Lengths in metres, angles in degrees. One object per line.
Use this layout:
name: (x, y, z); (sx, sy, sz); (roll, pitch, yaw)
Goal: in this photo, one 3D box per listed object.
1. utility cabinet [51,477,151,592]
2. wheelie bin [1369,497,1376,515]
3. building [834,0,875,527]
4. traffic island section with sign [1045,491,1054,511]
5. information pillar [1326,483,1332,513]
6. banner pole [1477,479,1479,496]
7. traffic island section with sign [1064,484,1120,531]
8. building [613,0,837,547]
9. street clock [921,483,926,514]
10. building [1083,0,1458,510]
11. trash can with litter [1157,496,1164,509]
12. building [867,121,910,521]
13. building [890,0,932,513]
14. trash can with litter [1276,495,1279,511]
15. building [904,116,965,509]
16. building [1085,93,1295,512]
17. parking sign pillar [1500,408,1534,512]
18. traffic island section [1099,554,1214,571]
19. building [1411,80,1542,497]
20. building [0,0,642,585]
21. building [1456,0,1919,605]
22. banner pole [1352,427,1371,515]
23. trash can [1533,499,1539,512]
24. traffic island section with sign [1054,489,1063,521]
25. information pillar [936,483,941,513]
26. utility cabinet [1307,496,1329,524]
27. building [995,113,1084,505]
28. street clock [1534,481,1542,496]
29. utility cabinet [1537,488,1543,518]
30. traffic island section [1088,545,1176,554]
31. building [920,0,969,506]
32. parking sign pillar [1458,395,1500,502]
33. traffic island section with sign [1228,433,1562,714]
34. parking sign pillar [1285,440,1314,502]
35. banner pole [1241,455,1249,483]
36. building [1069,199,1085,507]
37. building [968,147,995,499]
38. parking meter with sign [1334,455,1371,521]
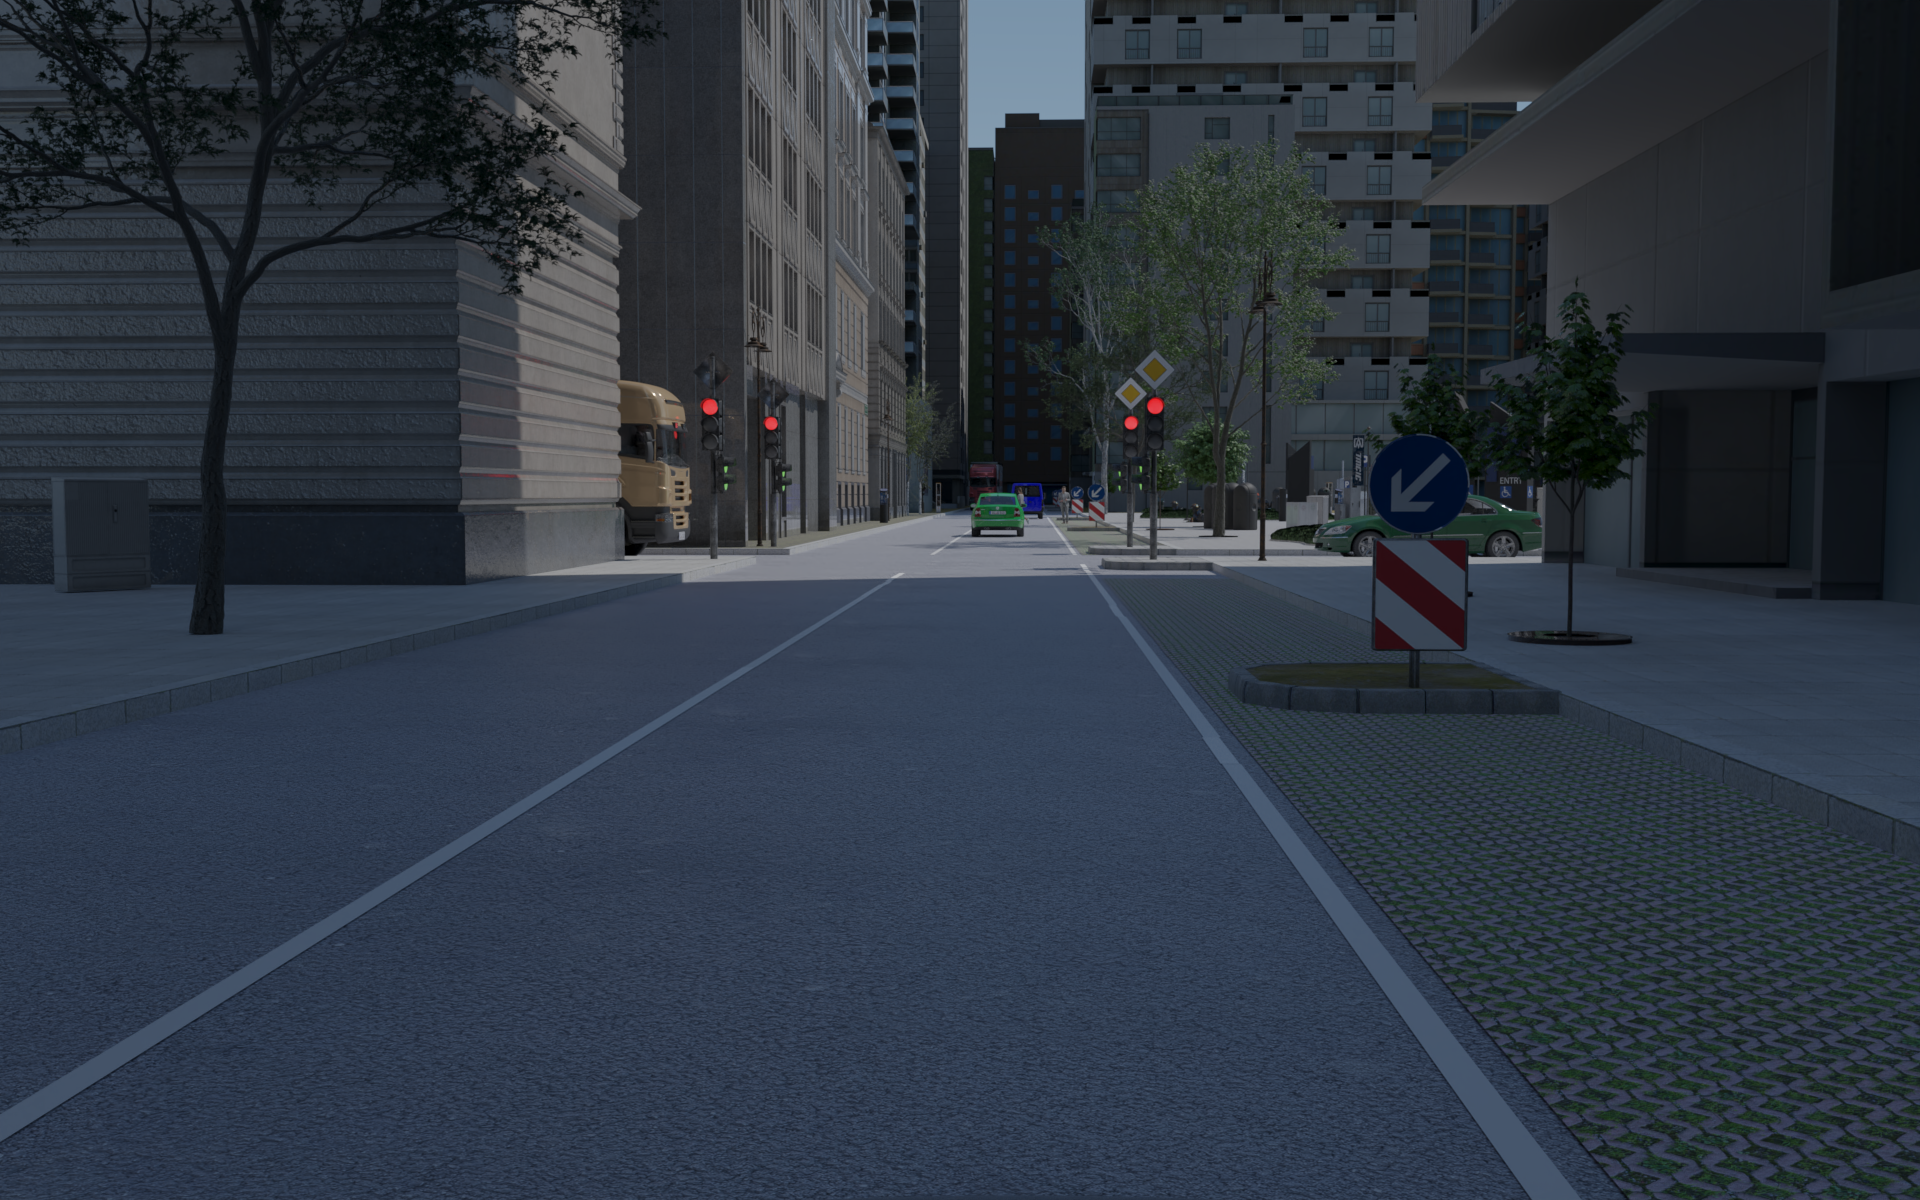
utility cabinet: (-11.339, -0.870, 22.906); (0.318, 1.500, 1.173); (2, 4, 31)
wheelie bin: (19.775, -4.549, 82.280); (0.980, 1.594, 0.693); (2, 4, 25)
building: (-10.840, -17.451, 71.234); (13.634, 28.700, 20.117); (0, 4, 2)
traffic island section with sign: (8.232, -8.250, 143.522); (1.989, 1.847, 2.006); (0, 4, 2)
information pillar: (23.743, -6.542, 111.460); (0.304, 2.012, 0.304); (-1, 4, -19)
banner pole: (30.502, -6.845, 101.940); (0.401, 3.779, 0.863); (1, 4, 17)
traffic island section with sign: (5.144, -3.567, 66.942); (1.989, 1.847, 2.006); (0, 4, 2)
building: (-10.795, -14.271, 51.348); (12.078, 24.808, 19.932); (0, 4, 2)
street clock: (-2.476, -6.702, 114.145); (0.471, 2.002, 0.358); (-3, 5, -45)
building: (24.469, -34.219, 148.712); (28.713, 52.752, 27.495); (0, 4, 2)
trash can with litter: (11.630, -5.422, 100.033); (0.624, 1.170, 1.055); (-1, 4, -14)
building: (-8.105, -14.788, 90.930); (9.793, 20.994, 18.267); (0, 4, 2)
building: (-13.010, -50.069, 131.301); (22.319, 86.520, 31.000); (0, 4, 2)
trash can with litter: (18.004, -5.294, 97.620); (1.678, 1.210, 2.233); (0, 4, 6)
building: (-15.881, -28.649, 160.298); (32.217, 40.220, 23.993); (0, 4, 2)
building: (16.879, -21.848, 128.919); (14.160, 30.474, 14.107); (0, 4, 2)
parking sign pillar: (15.889, -3.770, 50.116); (1.447, 3.967, 1.447); (3, 5, 42)
traffic island section: (3.802, -0.709, 33.872); (2.009, 0.180, 2.903); (0, 4, 2)
building: (43.555, -32.112, 179.662); (28.867, 44.769, 22.147); (0, 4, 2)
building: (-15.980, -12.225, 28.750); (19.941, 23.489, 11.050); (0, 4, 2)
building: (21.442, -26.231, 18.118); (28.713, 52.752, 27.495); (0, 4, 2)
banner pole: (14.959, -4.550, 64.413); (0.863, 3.779, 0.401); (-1, 4, -11)
trash can: (18.015, -2.651, 55.001); (0.748, 1.137, 0.748); (0, 3, 0)
traffic island section with sign: (6.230, -5.214, 93.875); (1.989, 1.847, 2.006); (0, 4, 2)
information pillar: (-1.446, -6.805, 115.758); (0.304, 2.012, 0.304); (0, 4, -4)
utility cabinet: (13.982, -3.463, 67.782); (0.306, 1.237, 1.020); (-2, 4, -26)
building: (11.406, -34.048, 206.796); (14.200, 45.320, 14.600); (0, 4, 2)
street clock: (23.469, -4.017, 70.251); (0.358, 2.002, 0.471); (2, 4, 34)
utility cabinet: (20.831, -3.225, 61.404); (0.318, 1.500, 1.173); (3, 5, 40)
traffic island section: (4.125, -1.197, 41.851); (2.009, 0.180, 2.903); (0, 4, 2)
building: (-9.722, -45.484, 181.918); (20.611, 71.187, 20.563); (0, 4, 2)
parking sign pillar: (12.932, -3.451, 44.898); (1.447, 3.967, 1.447); (0, 4, -2)
traffic island section with sign: (2.939, -0.216, 12.160); (1.989, 1.847, 2.006); (0, 4, 2)
parking sign pillar: (17.760, -6.283, 91.203); (1.447, 3.967, 1.447); (-2, 4, -33)
banner pole: (17.763, -7.207, 107.853); (0.863, 3.779, 0.401); (-3, 5, -44)
building: (17.842, -24.434, 171.193); (14.160, 30.474, 14.107); (0, 4, 2)
building: (-2.728, -32.039, 207.430); (14.086, 41.232, 14.154); (0, 4, 2)
parking meter with sign: (17.311, -4.910, 76.540); (1.738, 3.016, 0.543); (-2, 4, -33)
